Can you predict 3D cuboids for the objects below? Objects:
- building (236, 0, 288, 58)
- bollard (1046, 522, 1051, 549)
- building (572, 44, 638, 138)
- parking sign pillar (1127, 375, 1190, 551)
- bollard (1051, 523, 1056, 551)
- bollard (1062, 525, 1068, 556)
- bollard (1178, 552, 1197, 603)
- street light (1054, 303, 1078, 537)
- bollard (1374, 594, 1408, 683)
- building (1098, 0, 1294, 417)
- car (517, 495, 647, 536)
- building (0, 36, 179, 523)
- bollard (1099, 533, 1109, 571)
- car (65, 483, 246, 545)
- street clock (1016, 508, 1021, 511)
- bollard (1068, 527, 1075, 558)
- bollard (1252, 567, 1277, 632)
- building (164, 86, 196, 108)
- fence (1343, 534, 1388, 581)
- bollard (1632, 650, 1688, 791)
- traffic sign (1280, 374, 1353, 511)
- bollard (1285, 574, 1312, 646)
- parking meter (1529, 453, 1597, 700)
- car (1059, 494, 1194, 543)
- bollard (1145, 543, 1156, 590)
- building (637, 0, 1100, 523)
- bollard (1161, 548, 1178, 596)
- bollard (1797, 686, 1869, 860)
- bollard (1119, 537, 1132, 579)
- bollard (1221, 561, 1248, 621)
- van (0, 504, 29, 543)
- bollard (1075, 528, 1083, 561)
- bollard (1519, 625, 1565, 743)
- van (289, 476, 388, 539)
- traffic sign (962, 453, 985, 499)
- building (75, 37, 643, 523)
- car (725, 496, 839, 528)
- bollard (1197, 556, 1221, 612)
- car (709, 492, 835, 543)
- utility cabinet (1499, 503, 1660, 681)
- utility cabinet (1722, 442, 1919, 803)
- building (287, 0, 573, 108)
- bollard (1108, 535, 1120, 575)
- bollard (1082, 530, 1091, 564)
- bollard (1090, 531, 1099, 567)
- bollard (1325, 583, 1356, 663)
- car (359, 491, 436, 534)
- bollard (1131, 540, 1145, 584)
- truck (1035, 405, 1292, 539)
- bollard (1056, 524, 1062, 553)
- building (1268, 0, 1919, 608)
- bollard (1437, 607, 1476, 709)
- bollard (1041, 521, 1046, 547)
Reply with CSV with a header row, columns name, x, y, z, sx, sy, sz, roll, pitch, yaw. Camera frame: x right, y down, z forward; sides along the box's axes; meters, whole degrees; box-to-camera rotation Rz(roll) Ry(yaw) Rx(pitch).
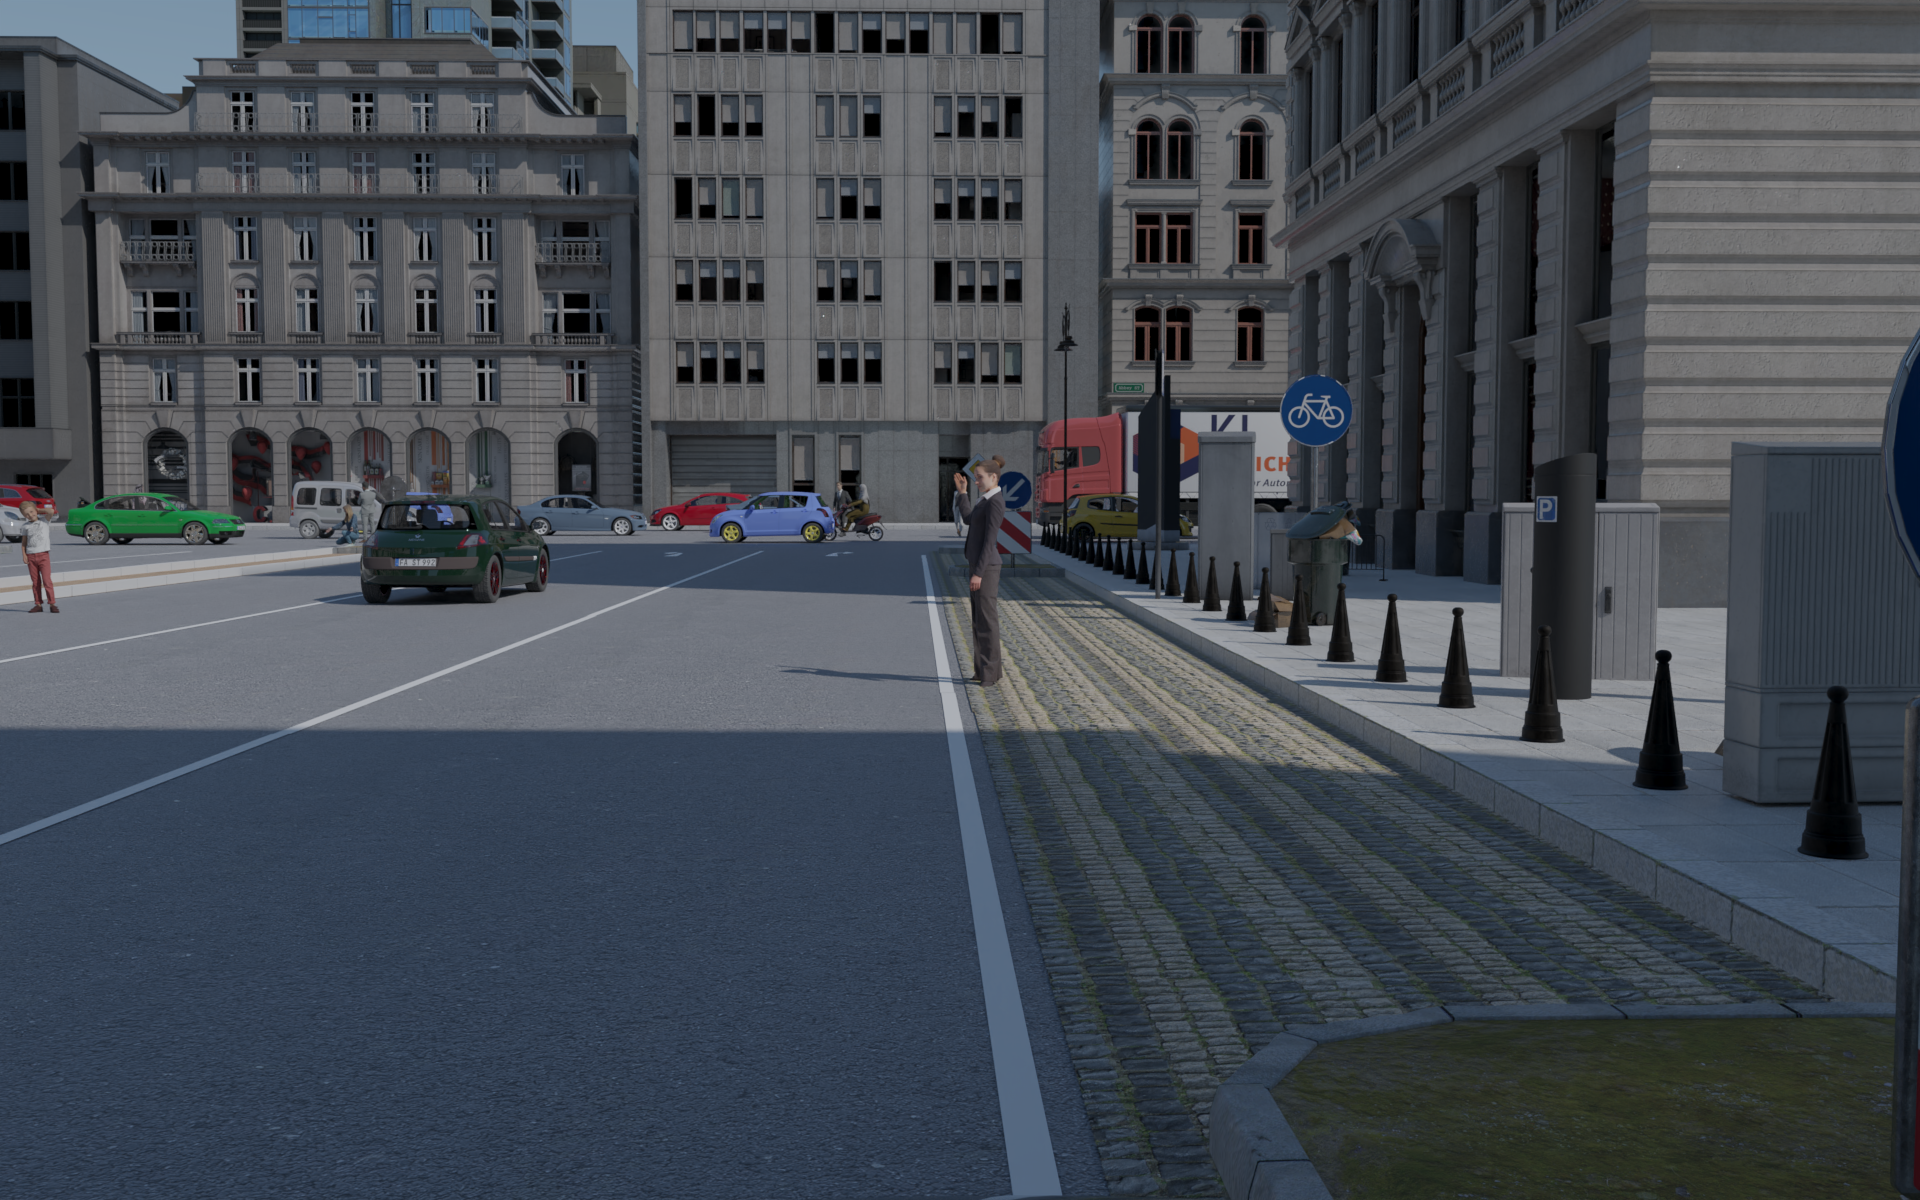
name,x,y,z,sx,sy,sz,roll,pitch,yaw
building,-86.517,-49.104,241.106,20.611,71.187,20.563,0,4,-2
bollard,2.185,-1.488,40.362,0.229,0.601,0.229,0,3,0
building,-45.241,-34.328,184.972,21.600,48.544,21.300,0,4,-2
parking sign pillar,4.585,-3.148,39.940,1.447,3.967,1.447,-1,4,-22
bollard,2.222,-1.401,38.940,0.229,0.601,0.229,0,3,0
bollard,2.300,-1.227,36.096,0.229,0.601,0.229,0,3,0
bollard,2.730,-0.267,20.407,0.229,0.601,0.229,0,3,0
street light,2.558,-4.232,41.974,0.468,5.910,1.993,0,4,-2
bollard,2.956,0.256,11.856,0.229,0.601,0.229,0,3,0
building,17.623,-18.080,82.992,23.554,28.519,14.401,0,4,-2
car,-13.117,-2.936,59.999,4.499,1.417,2.014,0,4,-4
building,-53.153,-15.973,80.227,30.058,24.678,14.314,0,4,-2
bollard,2.489,-0.792,28.983,0.229,0.601,0.229,0,3,0
car,-22.743,-2.464,49.090,4.718,1.807,1.959,0,4,-1
street clock,2.549,-4.315,75.117,0.471,2.002,0.358,3,4,39
bollard,2.335,-1.140,34.673,0.229,0.601,0.229,0,3,0
bollard,2.843,-0.006,16.141,0.229,0.601,0.229,0,3,0
building,-77.794,-32.859,187.358,14.200,45.320,14.600,0,4,-2
fence,5.344,-0.646,25.936,2.069,0.683,0.278,1,4,22
bollard,3.074,0.517,7.585,0.229,0.601,0.229,0,3,0
traffic sign,3.800,-1.129,18.563,0.768,2.556,0.104,0,4,3
bollard,2.880,0.081,14.717,0.229,0.601,0.229,0,3,0
parking meter,3.802,-0.154,10.924,0.372,1.533,0.369,0,3,0
car,4.975,-2.540,51.753,3.980,1.641,2.015,0,4,-3
bollard,2.645,-0.441,23.258,0.229,0.601,0.229,0,3,0
building,-4.073,-16.088,81.060,19.932,24.808,12.078,0,4,-2
bollard,2.686,-0.354,21.831,0.229,0.601,0.229,0,3,0
bollard,3.115,0.604,6.163,0.229,0.601,0.229,0,3,0
bollard,2.570,-0.616,26.112,0.229,0.601,0.229,0,3,0
bollard,2.804,-0.093,17.563,0.229,0.601,0.229,0,3,0
van,-29.200,-2.659,50.483,4.112,2.044,2.013,0,4,-3
bollard,2.373,-1.053,33.251,0.229,0.601,0.229,0,3,0
bollard,3.034,0.430,9.007,0.229,0.601,0.229,0,3,0
van,-19.401,-2.990,55.899,4.112,2.044,2.013,0,4,-1
traffic sign,0.445,-2.365,42.317,0.795,2.450,0.064,0,4,-2
building,-26.116,-14.654,81.394,24.055,21.916,13.314,0,4,-2
car,-6.553,-3.215,64.569,4.499,1.417,2.014,0,4,-3
bollard,2.764,-0.180,18.984,0.229,0.601,0.229,0,3,0
car,-5.568,-2.549,51.271,3.694,1.707,1.945,0,4,0
utility cabinet,4.314,-0.057,12.095,1.020,1.237,0.306,1,4,16
utility cabinet,3.835,0.090,7.203,1.173,1.500,0.318,0,4,-4
building,-45.030,-51.149,148.959,22.319,86.520,31.000,0,4,-2
bollard,2.529,-0.704,27.545,0.229,0.601,0.229,0,3,0
bollard,2.414,-0.966,31.829,0.229,0.601,0.229,0,3,0
bollard,2.451,-0.878,30.405,0.229,0.601,0.229,0,3,0
bollard,2.921,0.169,13.278,0.229,0.601,0.229,0,3,0
car,-20.188,-3.223,62.284,3.694,1.707,1.945,0,4,-1
bollard,2.609,-0.528,24.680,0.229,0.601,0.229,0,3,0
truck,7.430,-4.094,55.857,11.283,4.237,2.839,0,4,-2
bollard,2.257,-1.314,37.518,0.229,0.601,0.229,0,3,0
building,12.127,-12.185,28.102,11.050,23.489,19.941,0,4,-2
bollard,2.995,0.343,10.434,0.229,0.601,0.229,0,3,0
bollard,2.143,-1.576,41.805,0.229,0.601,0.229,0,3,0
